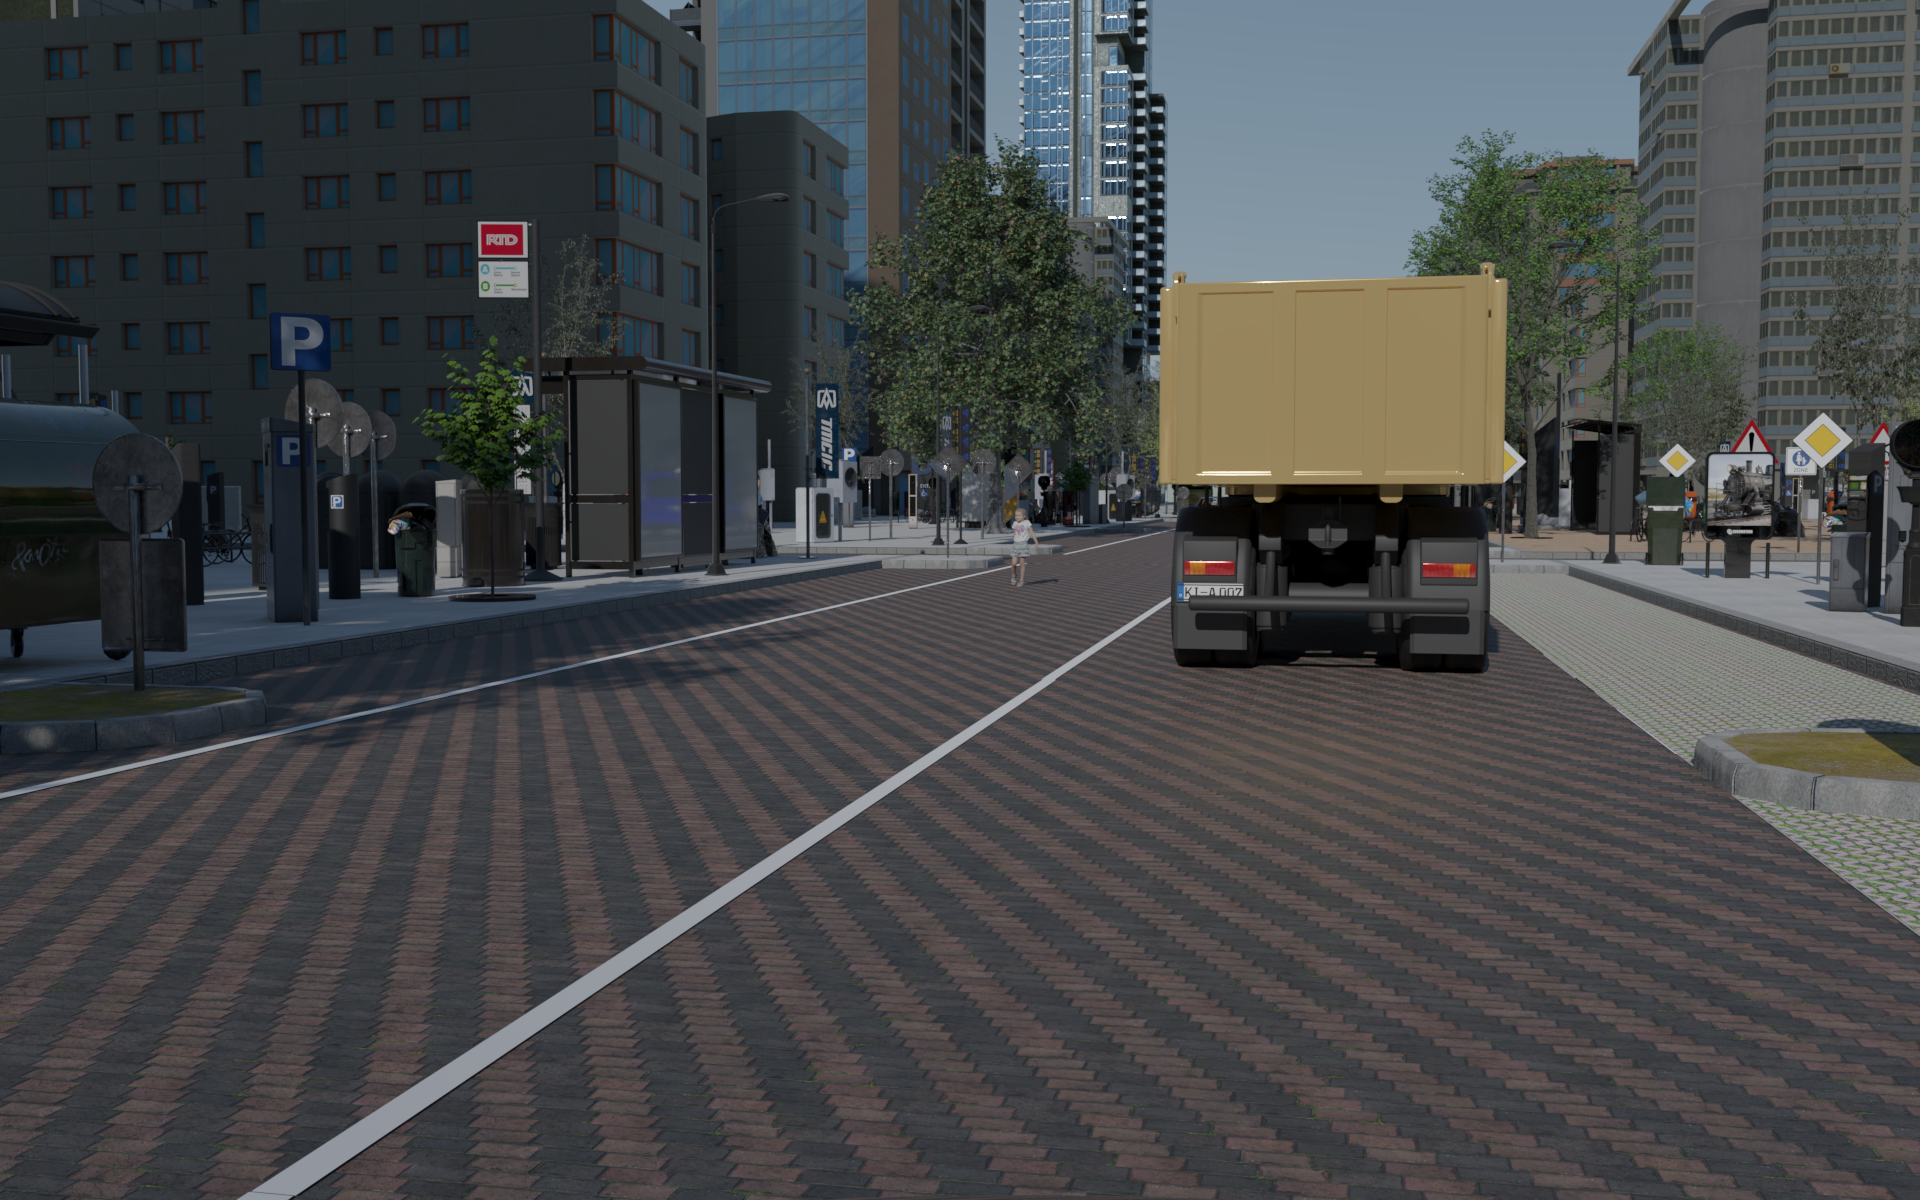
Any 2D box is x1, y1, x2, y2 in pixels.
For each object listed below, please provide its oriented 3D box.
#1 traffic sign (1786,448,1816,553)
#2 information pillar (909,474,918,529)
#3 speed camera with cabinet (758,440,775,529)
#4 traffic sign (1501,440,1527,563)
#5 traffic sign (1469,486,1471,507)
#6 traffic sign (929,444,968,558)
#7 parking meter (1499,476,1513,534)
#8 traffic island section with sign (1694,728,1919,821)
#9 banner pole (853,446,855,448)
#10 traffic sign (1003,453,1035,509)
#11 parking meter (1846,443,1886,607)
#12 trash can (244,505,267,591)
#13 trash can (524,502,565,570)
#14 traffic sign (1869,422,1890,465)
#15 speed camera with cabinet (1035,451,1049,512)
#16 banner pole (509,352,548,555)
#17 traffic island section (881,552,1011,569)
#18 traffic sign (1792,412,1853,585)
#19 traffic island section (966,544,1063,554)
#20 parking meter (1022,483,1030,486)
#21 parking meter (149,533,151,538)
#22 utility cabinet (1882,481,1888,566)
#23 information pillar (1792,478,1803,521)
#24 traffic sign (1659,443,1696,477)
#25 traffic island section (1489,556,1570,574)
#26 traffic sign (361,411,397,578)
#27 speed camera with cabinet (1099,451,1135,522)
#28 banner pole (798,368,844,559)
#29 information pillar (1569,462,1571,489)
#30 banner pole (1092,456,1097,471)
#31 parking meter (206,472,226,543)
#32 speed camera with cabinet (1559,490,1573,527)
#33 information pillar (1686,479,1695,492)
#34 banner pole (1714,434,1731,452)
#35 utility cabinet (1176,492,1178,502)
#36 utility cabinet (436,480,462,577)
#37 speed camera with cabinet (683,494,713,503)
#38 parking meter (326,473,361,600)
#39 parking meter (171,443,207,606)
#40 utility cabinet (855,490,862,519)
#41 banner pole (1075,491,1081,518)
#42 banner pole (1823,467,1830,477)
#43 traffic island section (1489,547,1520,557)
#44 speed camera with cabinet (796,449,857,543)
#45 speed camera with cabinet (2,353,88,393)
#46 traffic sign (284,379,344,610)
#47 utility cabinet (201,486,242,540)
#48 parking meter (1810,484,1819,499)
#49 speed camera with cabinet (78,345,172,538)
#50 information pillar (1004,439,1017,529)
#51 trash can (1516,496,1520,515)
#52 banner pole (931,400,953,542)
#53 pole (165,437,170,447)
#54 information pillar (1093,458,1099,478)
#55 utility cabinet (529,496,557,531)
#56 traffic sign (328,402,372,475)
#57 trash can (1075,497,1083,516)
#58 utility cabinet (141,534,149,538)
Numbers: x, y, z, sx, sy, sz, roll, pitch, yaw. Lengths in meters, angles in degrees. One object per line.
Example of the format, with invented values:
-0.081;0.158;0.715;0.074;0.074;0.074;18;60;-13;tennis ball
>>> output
18.387;-2.189;37.917;0.606;2.300;0.079;1;4;20;traffic sign
-1.724;-3.629;63.818;0.304;2.012;0.304;0;4;5;information pillar
-7.381;-4.232;63.530;0.660;3.252;2.038;-2;4;-25;speed camera with cabinet
10.167;-1.760;32.413;0.795;2.450;0.064;1;4;12;traffic sign
11.835;-2.237;40.223;0.795;2.450;0.064;1;4;12;traffic sign
-0.239;-1.896;34.648;0.795;2.450;0.064;1;4;12;traffic sign
17.528;-3.053;55.620;0.255;1.863;0.399;-2;4;-31;parking meter
4.725;0.015;8.389;1.989;1.847;2.006;1;4;12;traffic island section with sign
-5.141;-5.449;79.111;0.863;3.779;0.401;1;4;22;banner pole
1.429;-2.374;42.457;0.795;2.450;0.064;1;4;12;traffic sign
10.288;-0.855;19.695;0.399;1.863;0.255;-3;4;-36;parking meter
-9.151;-0.704;23.161;0.748;1.137;0.748;0;3;0;trash can
-7.113;-1.096;29.571;0.748;1.137;0.748;0;3;0;trash can
16.686;-1.919;31.383;0.884;2.594;0.081;1;4;17;traffic sign
3.831;-5.211;79.531;0.660;3.252;2.038;1;4;10;speed camera with cabinet
-7.568;-2.485;30.648;0.863;3.779;0.401;0;4;-1;banner pole
-0.264;-0.760;34.714;2.009;0.180;2.903;1;4;12;traffic island section
12.159;-1.425;24.477;0.795;2.450;0.064;1;4;13;traffic sign
1.404;-1.238;42.524;2.009;0.180;2.903;1;4;12;traffic island section
3.527;-5.342;93.050;0.399;1.863;0.255;-2;4;-32;parking meter
-10.856;-1.052;22.909;0.255;1.863;0.399;-2;4;-26;parking meter
16.321;-1.335;30.510;1.173;1.500;0.318;-3;4;-36;utility cabinet
38.459;-4.590;79.544;0.304;2.012;0.304;-2;4;-31;information pillar
16.353;-2.346;39.539;0.795;2.450;0.064;1;4;17;traffic sign
10.192;-0.624;32.485;2.009;0.180;2.903;1;4;12;traffic island section
-8.942;-1.611;26.450;0.768;2.556;0.104;1;4;18;traffic sign
7.183;-5.211;79.531;0.660;3.252;2.038;3;5;43;speed camera with cabinet
-2.800;-2.717;34.440;0.863;3.779;0.401;0;4;2;banner pole
37.076;-6.926;104.598;0.504;3.616;0.183;2;4;23;information pillar
8.881;-7.600;114.269;0.401;3.779;0.863;-1;4;-19;banner pole
-19.719;-2.458;45.892;0.399;1.863;0.255;1;4;8;parking meter
24.105;-4.475;67.502;2.038;3.252;0.660;-3;5;-41;speed camera with cabinet
36.319;-4.994;86.150;0.304;2.012;0.304;0;4;6;information pillar
31.766;-5.037;72.364;0.401;3.779;0.863;-3;5;-41;banner pole
14.768;-6.485;114.712;1.173;1.500;0.318;-1;4;-15;utility cabinet
-7.948;-1.118;26.951;0.318;1.500;1.173;-1;4;-11;utility cabinet
-8.112;-3.630;53.691;2.038;3.252;0.660;0;3;0;speed camera with cabinet
-7.543;-0.782;21.196;0.372;1.533;0.369;0;3;0;parking meter
-8.946;-0.876;20.041;0.255;1.863;0.399;-3;5;-39;parking meter
-5.078;-4.793;87.039;0.318;1.500;1.173;0;4;-1;utility cabinet
6.588;-6.421;95.000;0.401;3.779;0.863;2;4;33;banner pole
38.235;-5.287;76.466;0.863;3.779;0.401;-3;4;-38;banner pole
11.859;-1.102;40.295;2.009;0.180;2.903;1;4;12;traffic island section
-3.526;-3.155;45.920;0.660;3.252;2.038;2;4;32;speed camera with cabinet
-12.981;-1.882;25.113;2.038;3.252;0.660;-2;4;-24;speed camera with cabinet
-7.153;-1.165;19.154;0.768;2.556;0.104;1;4;17;traffic sign
-20.325;-2.369;47.412;1.173;1.500;0.318;-1;4;-11;utility cabinet
49.481;-5.786;100.308;0.255;1.863;0.399;-2;4;-33;parking meter
-11.722;-1.799;23.743;0.660;3.252;2.038;0;4;7;speed camera with cabinet
1.864;-4.452;64.149;0.504;3.616;0.183;1;4;11;information pillar
34.150;-5.728;105.312;0.748;1.137;0.748;0;3;0;trash can
-0.443;-3.428;46.062;0.401;3.779;0.863;3;4;37;banner pole
-28.285;-4.169;61.999;0.158;3.312;0.155;0;3;0;pole
8.809;-7.403;112.401;0.504;3.616;0.183;-2;4;-35;information pillar
-13.704;-2.808;57.067;0.306;1.237;1.020;2;4;35;utility cabinet
-8.479;-1.459;23.964;0.768;2.556;0.104;1;4;16;traffic sign
7.056;-5.498;101.538;0.748;1.137;0.748;0;3;0;trash can
-9.738;-0.547;20.099;0.306;1.237;1.020;0;4;-6;utility cabinet
